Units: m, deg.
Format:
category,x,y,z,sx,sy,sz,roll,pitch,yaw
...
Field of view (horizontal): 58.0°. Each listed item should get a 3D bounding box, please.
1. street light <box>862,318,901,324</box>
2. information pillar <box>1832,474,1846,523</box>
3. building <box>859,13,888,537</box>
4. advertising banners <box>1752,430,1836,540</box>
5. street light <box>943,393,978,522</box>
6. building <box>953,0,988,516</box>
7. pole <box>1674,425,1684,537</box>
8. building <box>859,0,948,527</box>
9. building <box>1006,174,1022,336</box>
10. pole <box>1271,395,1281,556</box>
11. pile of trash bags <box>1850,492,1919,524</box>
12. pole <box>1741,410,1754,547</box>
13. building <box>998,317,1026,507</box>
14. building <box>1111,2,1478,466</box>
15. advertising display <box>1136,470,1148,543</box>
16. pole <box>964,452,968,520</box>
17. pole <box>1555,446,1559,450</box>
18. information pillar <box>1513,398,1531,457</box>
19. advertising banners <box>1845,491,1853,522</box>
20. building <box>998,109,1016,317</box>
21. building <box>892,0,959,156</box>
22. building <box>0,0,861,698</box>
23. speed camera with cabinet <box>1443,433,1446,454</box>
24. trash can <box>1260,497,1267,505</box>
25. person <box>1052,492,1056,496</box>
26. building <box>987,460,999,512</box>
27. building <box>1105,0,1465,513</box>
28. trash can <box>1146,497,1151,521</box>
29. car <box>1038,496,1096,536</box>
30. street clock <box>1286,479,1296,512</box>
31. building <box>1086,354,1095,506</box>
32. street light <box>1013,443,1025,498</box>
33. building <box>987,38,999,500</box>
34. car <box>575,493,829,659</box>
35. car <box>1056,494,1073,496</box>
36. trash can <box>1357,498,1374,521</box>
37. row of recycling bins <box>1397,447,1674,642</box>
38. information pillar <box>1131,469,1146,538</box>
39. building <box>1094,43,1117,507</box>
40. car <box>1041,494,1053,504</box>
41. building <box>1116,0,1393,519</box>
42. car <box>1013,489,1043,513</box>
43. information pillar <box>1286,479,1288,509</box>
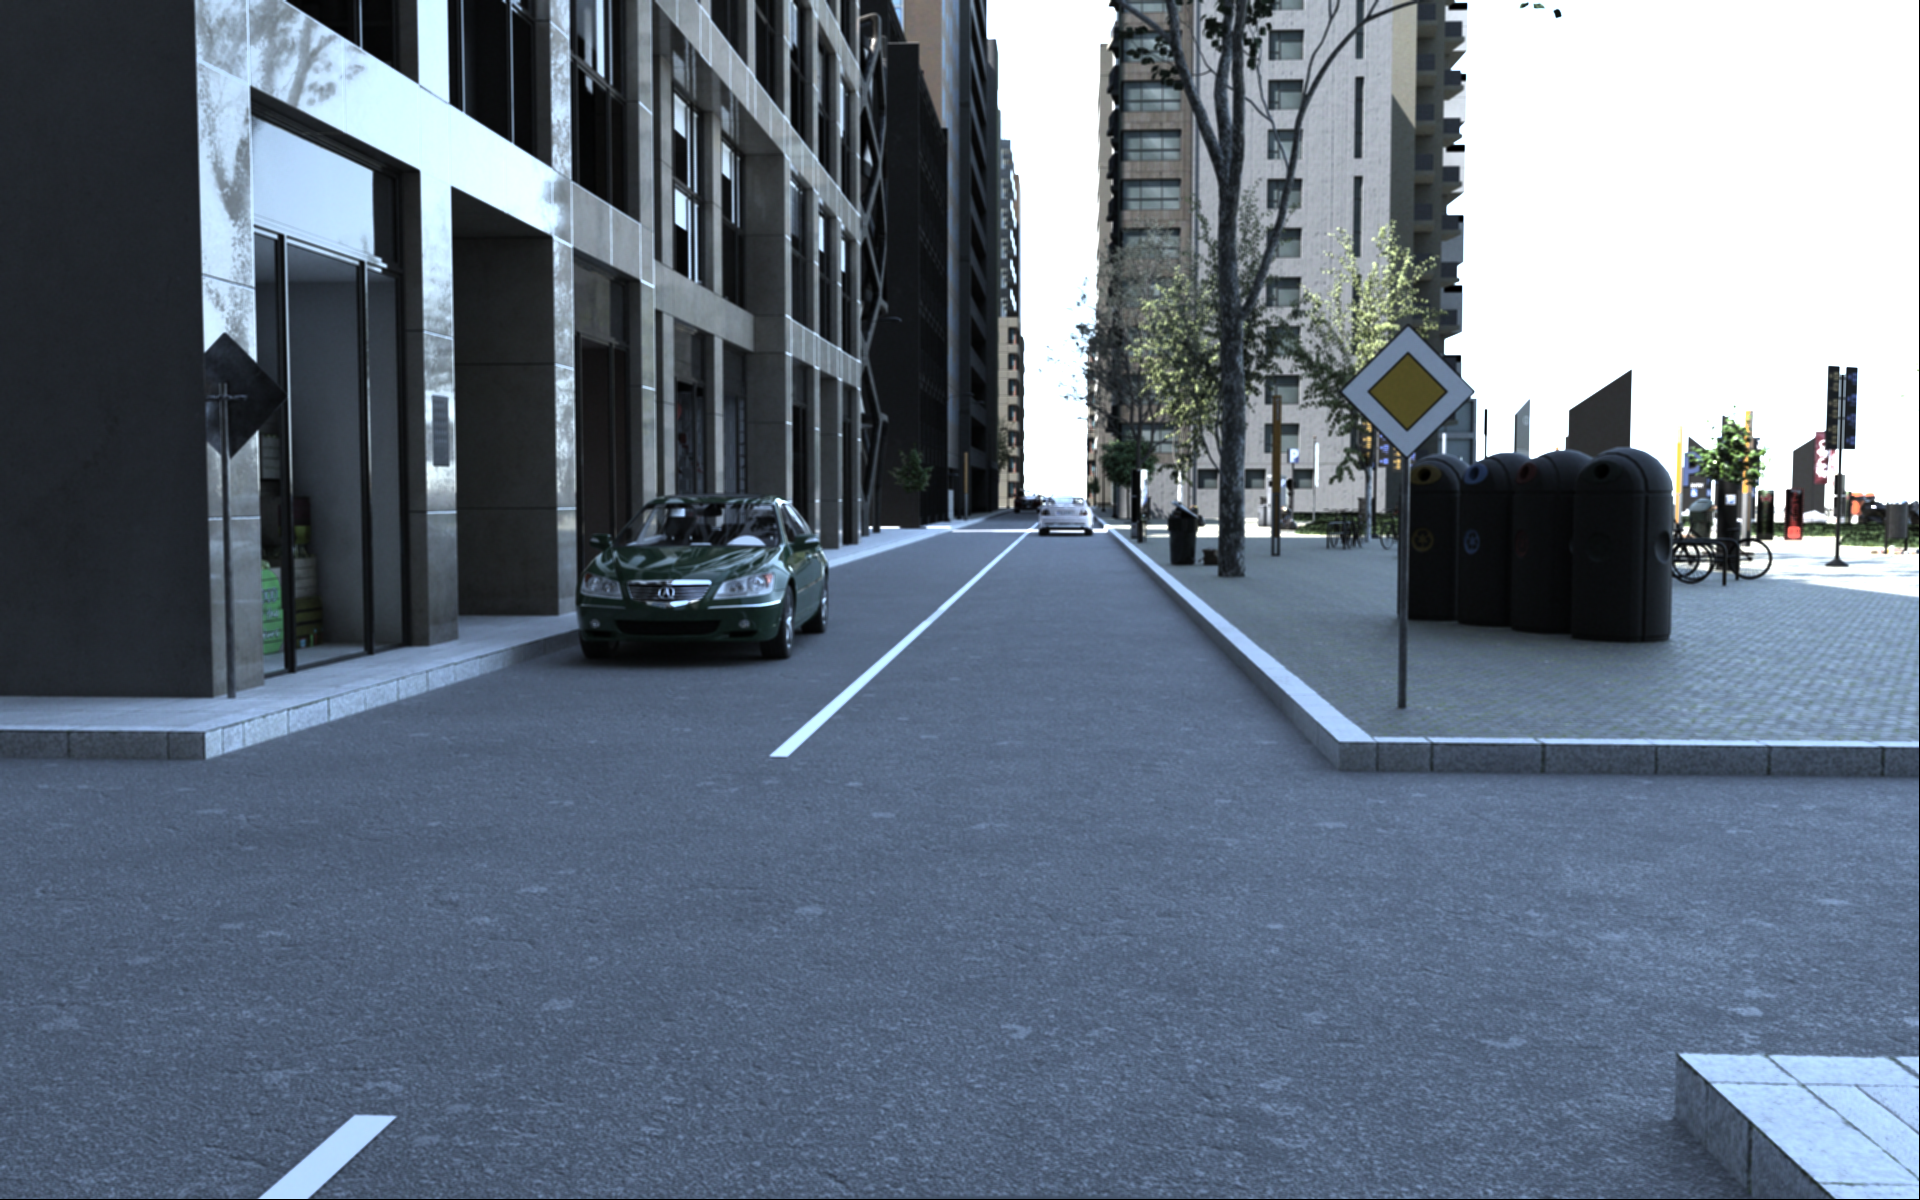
category,x,y,z,sx,sy,sz,roll,pitch,yaw
street light,-2.249,-4.477,45.741,1.470,5.913,1.316,0,4,4
information pillar,31.445,-3.514,61.951,0.304,2.012,0.304,-2,4,-28
building,-10.802,-11.379,53.499,16.820,18.784,16.811,0,4,4
advertising banners,23.016,-3.158,47.817,2.074,3.025,0.090,0,4,7
street light,-0.059,-6.571,79.982,1.470,5.913,1.316,0,4,4
building,-9.372,-29.863,111.962,21.300,48.544,21.600,0,4,4
pole,21.258,-3.509,51.207,0.158,3.312,0.155,0,3,0
building,-7.223,-15.008,75.051,12.332,23.373,15.834,0,4,4
building,1.368,-35.853,236.308,14.600,45.320,14.200,0,4,4
pole,6.557,-2.573,35.906,0.158,3.312,0.155,0,3,0
pile of trash bags,39.476,-3.949,74.320,1.912,1.369,3.447,1,4,10
pole,19.127,-2.949,42.059,0.158,3.312,0.155,0,3,0
building,-7.222,-20.766,184.563,27.650,21.520,28.899,0,4,4
building,26.578,-34.044,145.864,28.713,52.752,27.495,0,4,4
advertising display,4.827,-2.488,45.892,0.123,1.923,0.974,1,4,18
pole,0.285,-5.537,84.365,0.158,3.312,0.155,0,3,0
pole,25.478,-4.902,73.988,0.158,3.312,0.155,0,3,0
information pillar,13.663,-3.105,42.120,0.504,3.616,0.183,-2,4,-26
advertising banners,32.600,-4.155,64.119,0.090,3.025,2.074,0,4,6
building,-4.528,-36.307,213.234,23.786,49.044,30.456,0,4,4
building,-7.368,-27.109,93.335,14.600,45.320,14.200,0,4,4
building,-13.211,-13.647,27.649,19.350,26.468,34.151,0,4,4
speed camera with cabinet,16.223,-3.831,56.976,2.038,3.252,0.660,-2,4,-34
trash can,14.840,-4.406,83.695,0.748,1.137,0.748,0,3,0
person,13.030,-14.346,243.067,1.348,1.822,0.705,-2,4,-30
building,-7.408,-42.471,132.656,20.563,71.187,20.611,0,4,4
building,21.147,-28.297,117.278,22.147,44.769,28.867,0,4,4
trash can,8.687,-4.296,81.892,0.748,1.137,0.748,0,3,0
car,3.755,-2.974,60.985,2.083,1.381,4.827,0,4,5
street clock,15.744,-4.762,82.425,0.471,2.002,0.358,2,4,27
building,28.938,-22.028,205.195,27.650,21.520,28.899,0,4,4
street light,4.899,-11.270,156.802,1.470,5.913,1.316,0,4,4
building,-3.905,-28.607,151.320,14.154,41.232,14.086,0,4,4
car,-2.337,-0.294,16.599,2.131,1.459,4.920,0,4,2
car,7.066,-6.564,117.109,2.009,1.686,4.222,0,4,4
trash can,15.479,-3.319,65.918,0.748,1.137,0.748,0,3,0
row of recycling bins,5.442,-0.582,16.629,1.069,1.692,3.534,-1,4,-20
information pillar,5.163,-2.794,50.171,0.304,2.012,0.304,-2,4,-35
building,24.820,-33.973,179.154,21.300,48.544,21.600,0,4,4
car,12.137,-13.924,239.662,2.014,1.417,4.499,0,4,3
building,15.796,-19.869,96.563,14.160,30.474,14.107,0,4,4
car,5.220,-7.563,132.320,2.281,1.827,5.304,0,4,4
information pillar,15.526,-4.806,83.066,0.304,2.012,0.304,2,4,29
